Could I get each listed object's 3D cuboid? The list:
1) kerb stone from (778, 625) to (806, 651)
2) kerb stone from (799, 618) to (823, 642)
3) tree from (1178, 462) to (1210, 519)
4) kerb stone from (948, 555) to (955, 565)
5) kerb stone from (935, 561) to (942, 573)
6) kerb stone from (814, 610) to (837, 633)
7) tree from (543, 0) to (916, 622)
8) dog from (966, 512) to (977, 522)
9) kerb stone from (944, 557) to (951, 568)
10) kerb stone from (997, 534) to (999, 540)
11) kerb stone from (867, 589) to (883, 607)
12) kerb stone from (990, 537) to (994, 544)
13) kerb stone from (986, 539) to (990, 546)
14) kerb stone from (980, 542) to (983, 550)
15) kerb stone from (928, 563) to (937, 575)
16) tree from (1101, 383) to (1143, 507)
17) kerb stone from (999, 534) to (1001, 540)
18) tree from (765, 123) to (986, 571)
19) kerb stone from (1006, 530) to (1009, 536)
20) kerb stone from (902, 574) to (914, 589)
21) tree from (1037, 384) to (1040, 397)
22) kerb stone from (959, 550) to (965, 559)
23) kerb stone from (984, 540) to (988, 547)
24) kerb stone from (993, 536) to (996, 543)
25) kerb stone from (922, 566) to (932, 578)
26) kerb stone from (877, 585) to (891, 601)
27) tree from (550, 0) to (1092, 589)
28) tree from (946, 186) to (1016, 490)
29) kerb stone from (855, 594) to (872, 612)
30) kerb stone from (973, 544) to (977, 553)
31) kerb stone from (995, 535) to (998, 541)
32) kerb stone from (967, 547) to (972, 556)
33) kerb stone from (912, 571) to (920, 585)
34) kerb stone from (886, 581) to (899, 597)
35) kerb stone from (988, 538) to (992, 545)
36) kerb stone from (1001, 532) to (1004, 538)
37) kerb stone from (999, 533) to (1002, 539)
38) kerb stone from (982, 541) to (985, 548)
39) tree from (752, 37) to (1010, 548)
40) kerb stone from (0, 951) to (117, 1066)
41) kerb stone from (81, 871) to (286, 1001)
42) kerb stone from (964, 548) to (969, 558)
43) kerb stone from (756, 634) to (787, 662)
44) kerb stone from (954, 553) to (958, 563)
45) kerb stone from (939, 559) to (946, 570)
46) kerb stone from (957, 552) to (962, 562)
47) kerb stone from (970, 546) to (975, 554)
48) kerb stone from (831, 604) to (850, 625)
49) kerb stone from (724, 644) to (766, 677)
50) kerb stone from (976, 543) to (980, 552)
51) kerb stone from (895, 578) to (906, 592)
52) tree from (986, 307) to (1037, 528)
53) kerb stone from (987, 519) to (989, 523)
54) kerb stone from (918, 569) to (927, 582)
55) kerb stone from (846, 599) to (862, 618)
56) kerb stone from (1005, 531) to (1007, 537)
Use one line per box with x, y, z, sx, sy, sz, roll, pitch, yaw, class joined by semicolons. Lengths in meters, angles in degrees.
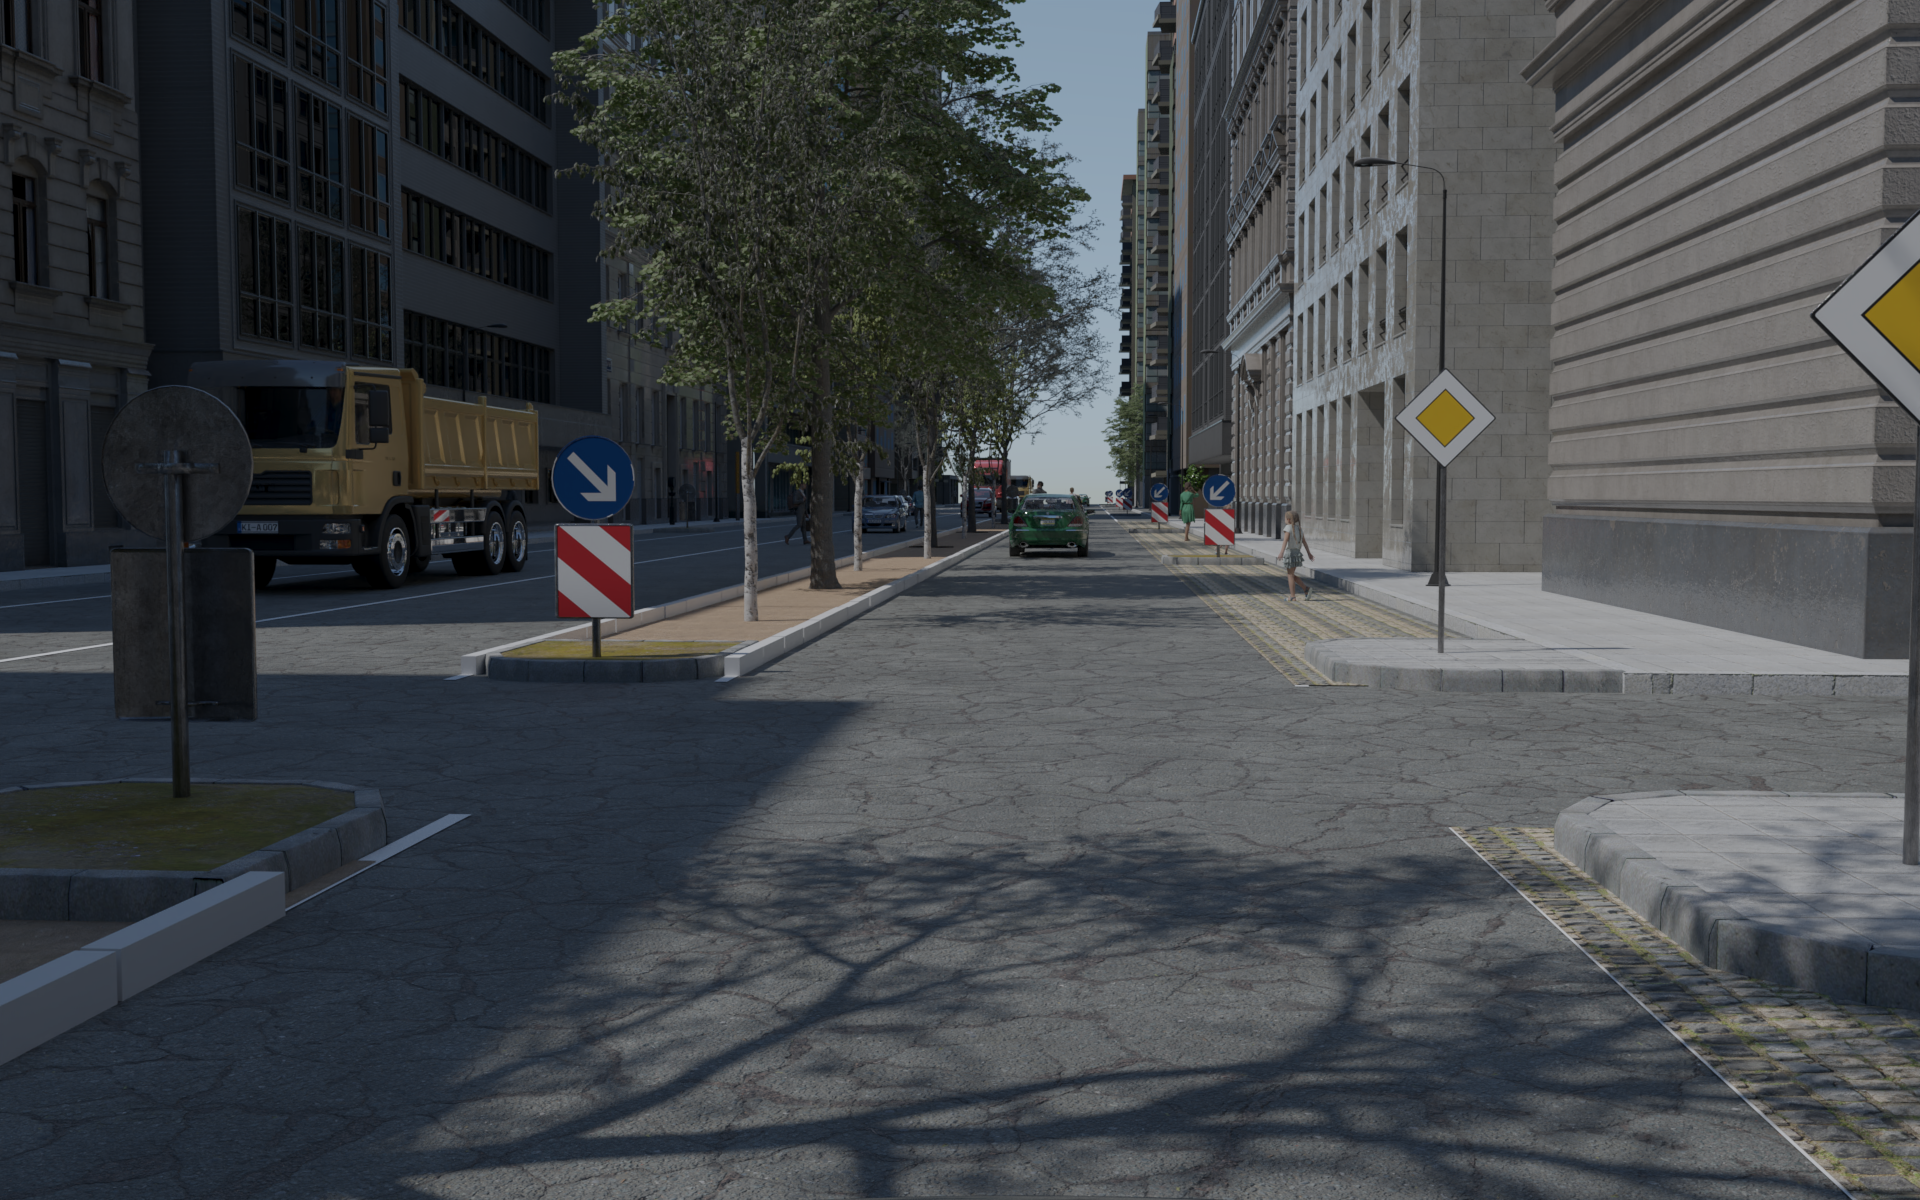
-1.603;0.371;16.141;0.120;0.150;1.000;0;4;4;kerb stone
-1.523;0.312;17.164;0.120;0.150;1.000;0;4;4;kerb stone
12.155;-5.881;90.760;1.663;3.219;1.824;0;3;0;tree
-0.255;-0.756;34.562;0.120;0.150;1.000;0;4;4;kerb stone
-0.481;-0.569;31.492;0.120;0.150;1.000;0;4;4;kerb stone
-1.448;0.245;18.183;0.120;0.150;1.000;0;4;4;kerb stone
-2.340;-4.042;18.906;4.360;8.622;3.978;0;3;0;tree
0.565;-4.274;89.165;0.406;0.507;0.540;3;5;39;dog
-0.332;-0.694;33.543;0.120;0.150;1.000;0;4;4;kerb stone
1.014;-1.820;51.950;0.120;0.150;1.000;0;4;4;kerb stone
-1.148;-0.006;22.290;0.120;0.150;1.000;0;4;4;kerb stone
0.795;-1.628;48.888;0.120;0.150;1.000;0;4;4;kerb stone
0.645;-1.507;46.833;0.120;0.150;1.000;0;4;4;kerb stone
0.417;-1.316;43.773;0.120;0.150;1.000;0;4;4;kerb stone
-0.554;-0.506;30.471;0.120;0.150;1.000;0;4;4;kerb stone
18.142;-15.753;175.692;7.486;12.596;7.792;0;3;0;tree
1.089;-1.883;52.974;0.120;0.150;1.000;0;4;4;kerb stone
-1.909;-4.848;32.086;4.737;8.622;4.395;0;3;0;tree
1.463;-2.195;58.089;0.120;0.150;1.000;0;4;4;kerb stone
-0.851;-0.252;26.375;0.120;0.150;1.000;0;4;4;kerb stone
1.368;-7.305;72.248;4.737;8.622;4.395;0;3;0;tree
-0.036;-0.937;37.628;0.120;0.150;1.000;0;4;4;kerb stone
0.573;-1.444;45.811;0.120;0.150;1.000;0;4;4;kerb stone
0.867;-1.695;49.910;0.120;0.150;1.000;0;4;4;kerb stone
-0.623;-0.443;29.438;0.120;0.150;1.000;0;4;4;kerb stone
-1.081;-0.068;23.309;0.120;0.150;1.000;0;4;4;kerb stone
-1.980;-6.402;25.249;7.486;12.596;7.792;0;3;0;tree
-0.715;-5.190;37.673;4.360;8.622;3.978;0;3;0;tree
-1.233;0.061;21.260;0.120;0.150;1.000;0;4;4;kerb stone
0.268;-1.193;41.722;0.120;0.150;1.000;0;4;4;kerb stone
0.944;-1.757;50.929;0.120;0.150;1.000;0;4;4;kerb stone
0.115;-1.067;39.677;0.120;0.150;1.000;0;4;4;kerb stone
-0.782;-0.318;27.395;0.120;0.150;1.000;0;4;4;kerb stone
-1.010;-0.127;24.330;0.120;0.150;1.000;0;4;4;kerb stone
0.719;-1.564;47.856;0.120;0.150;1.000;0;4;4;kerb stone
1.236;-2.008;55.023;0.120;0.150;1.000;0;4;4;kerb stone
1.162;-1.942;54.004;0.120;0.150;1.000;0;4;4;kerb stone
0.499;-1.382;44.791;0.120;0.150;1.000;0;4;4;kerb stone
-0.787;-8.134;45.820;12.009;13.543;11.850;0;3;0;tree
-2.463;1.090;4.368;0.120;0.150;1.000;0;4;4;kerb stone
-2.389;1.028;5.389;0.120;0.150;1.000;0;4;4;kerb stone
0.046;-1.007;38.655;0.120;0.150;1.000;0;4;4;kerb stone
-1.681;0.436;15.116;0.120;0.150;1.000;0;4;4;kerb stone
-0.180;-0.818;35.589;0.120;0.150;1.000;0;4;4;kerb stone
-0.407;-0.630;32.517;0.120;0.150;1.000;0;4;4;kerb stone
-0.105;-0.873;36.608;0.120;0.150;1.000;0;4;4;kerb stone
0.190;-1.132;40.703;0.120;0.150;1.000;0;4;4;kerb stone
-1.377;0.183;19.202;0.120;0.150;1.000;0;4;4;kerb stone
-1.753;0.496;14.093;0.120;0.150;1.000;0;4;4;kerb stone
0.344;-1.257;42.753;0.120;0.150;1.000;0;4;4;kerb stone
-0.933;-0.192;25.349;0.120;0.150;1.000;0;4;4;kerb stone
0.113;-6.266;55.277;4.737;8.622;4.395;0;3;0;tree
1.164;-3.703;82.745;0.120;0.150;1.000;0;4;4;kerb stone
-0.695;-0.377;28.419;0.120;0.150;1.000;0;4;4;kerb stone
-1.303;0.128;20.233;0.120;0.150;1.000;0;4;4;kerb stone
1.393;-2.128;57.063;0.120;0.150;1.000;0;4;4;kerb stone
